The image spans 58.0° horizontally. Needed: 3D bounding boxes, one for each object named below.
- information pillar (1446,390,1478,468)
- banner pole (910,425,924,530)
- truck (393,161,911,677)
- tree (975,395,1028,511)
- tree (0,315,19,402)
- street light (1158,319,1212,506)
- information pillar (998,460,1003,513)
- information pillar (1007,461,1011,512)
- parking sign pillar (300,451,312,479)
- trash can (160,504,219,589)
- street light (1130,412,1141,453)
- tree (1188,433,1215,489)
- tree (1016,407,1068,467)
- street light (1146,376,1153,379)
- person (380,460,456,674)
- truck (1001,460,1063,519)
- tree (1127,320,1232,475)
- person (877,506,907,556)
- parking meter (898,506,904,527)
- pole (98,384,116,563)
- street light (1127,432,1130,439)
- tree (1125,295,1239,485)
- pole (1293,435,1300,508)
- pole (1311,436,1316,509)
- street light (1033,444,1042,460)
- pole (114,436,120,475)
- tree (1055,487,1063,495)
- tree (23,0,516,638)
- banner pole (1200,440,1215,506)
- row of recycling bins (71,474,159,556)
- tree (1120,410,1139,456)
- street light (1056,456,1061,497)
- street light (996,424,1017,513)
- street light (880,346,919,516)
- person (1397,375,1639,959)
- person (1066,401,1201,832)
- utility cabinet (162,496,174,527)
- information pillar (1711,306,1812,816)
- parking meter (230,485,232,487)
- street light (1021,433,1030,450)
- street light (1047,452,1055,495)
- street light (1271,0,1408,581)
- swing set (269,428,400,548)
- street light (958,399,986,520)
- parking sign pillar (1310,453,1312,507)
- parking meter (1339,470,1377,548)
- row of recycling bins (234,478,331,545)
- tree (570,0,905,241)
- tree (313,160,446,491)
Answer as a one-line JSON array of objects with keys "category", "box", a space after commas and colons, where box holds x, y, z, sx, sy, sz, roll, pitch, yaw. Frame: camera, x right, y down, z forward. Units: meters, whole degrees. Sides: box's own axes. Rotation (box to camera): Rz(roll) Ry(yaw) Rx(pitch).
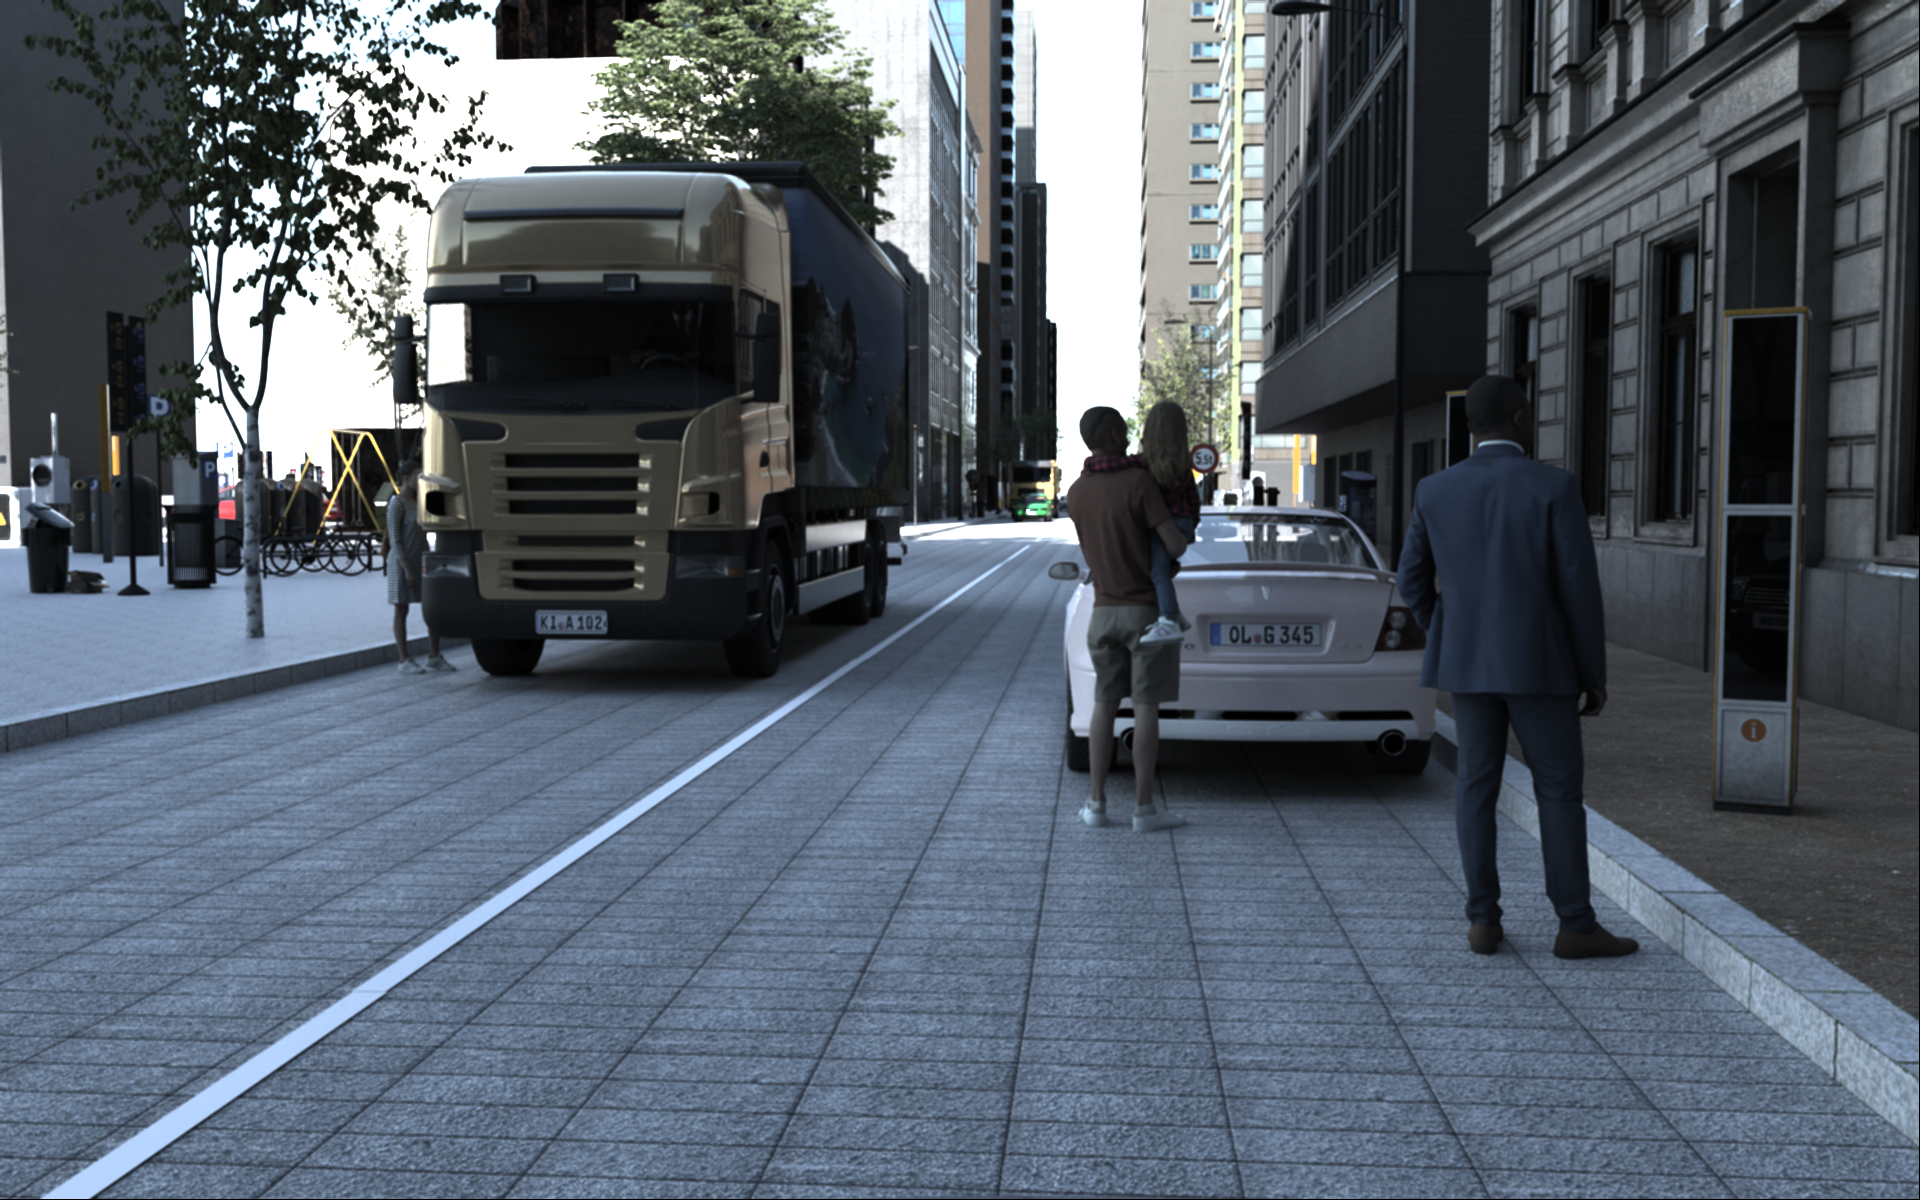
[{"category": "information pillar", "box": [3.689, -0.485, 12.420, 0.304, 2.012, 0.304, -2, 4, -23]}, {"category": "banner pole", "box": [-1.505, -4.451, 62.787, 0.401, 3.779, 0.863, 2, 4, 28]}, {"category": "truck", "box": [-2.325, -1.719, 17.012, 2.839, 4.237, 11.283, 0, 4, 5]}, {"category": "tree", "box": [2.975, -10.870, 128.093, 4.360, 8.622, 3.978, 0, 3, 0]}, {"category": "tree", "box": [-27.459, -5.842, 45.872, 4.360, 8.622, 3.978, 0, 3, 0]}, {"category": "street light", "box": [6.114, -4.499, 46.093, 1.470, 5.913, 1.316, 0, 4, 5]}, {"category": "information pillar", "box": [2.774, -7.893, 120.401, 0.183, 3.616, 0.504, -2, 4, -35]}, {"category": "information pillar", "box": [3.429, -7.953, 121.387, 0.183, 3.616, 0.504, 2, 4, 26]}, {"category": "parking sign pillar", "box": [-40.606, -7.289, 107.649, 1.447, 3.967, 1.447, -3, 4, -36]}, {"category": "trash can", "box": [-10.483, -0.732, 23.615, 0.748, 1.137, 0.748, 0, 3, 0]}, {"category": "street light", "box": [10.547, -7.707, 98.543, 1.470, 5.913, 1.316, 0, 4, 5]}, {"category": "tree", "box": [11.055, -6.155, 84.354, 4.285, 4.588, 4.351, 0, 3, 0]}, {"category": "tree", "box": [8.978, -17.125, 205.753, 9.928, 11.665, 9.643, 0, 3, 0]}, {"category": "street light", "box": [8.029, -5.865, 68.435, 1.470, 5.913, 1.316, 0, 4, 5]}, {"category": "person", "box": [-4.394, -0.267, 13.870, 0.522, 1.701, 0.512, 1, 4, 13]}, {"category": "truck", "box": [4.400, -6.458, 101.514, 3.469, 3.379, 9.791, 0, 4, 5]}, {"category": "tree", "box": [9.047, -7.532, 73.513, 4.737, 8.622, 4.395, 0, 3, 0]}, {"category": "person", "box": [-1.557, -1.914, 39.675, 0.818, 1.842, 0.514, 3, 5, 42]}, {"category": "parking meter", "box": [-2.335, -3.561, 66.640, 0.372, 1.533, 0.369, 0, 3, 0]}, {"category": "pole", "box": [-15.941, -2.354, 32.329, 0.158, 3.312, 0.155, 0, 3, 0]}, {"category": "street light", "box": [13.070, -9.566, 128.947, 1.470, 5.913, 1.316, 0, 4, 5]}, {"category": "tree", "box": [8.321, -6.915, 63.428, 4.360, 8.622, 3.978, 0, 3, 0]}, {"category": "pole", "box": [11.019, -3.846, 56.728, 0.158, 3.312, 0.155, 0, 3, 0]}, {"category": "pole", "box": [12.530, -4.123, 61.255, 0.158, 3.312, 0.155, 0, 3, 0]}, {"category": "street light", "box": [6.973, -11.532, 161.081, 1.470, 5.913, 1.316, 0, 4, 5]}, {"category": "pole", "box": [-29.698, -4.107, 60.998, 0.158, 3.312, 0.155, 0, 3, 0]}, {"category": "tree", "box": [14.644, -16.288, 260.910, 1.663, 3.219, 1.824, 0, 3, 0]}, {"category": "tree", "box": [-6.278, -3.984, 15.502, 4.737, 8.622, 4.395, 0, 3, 0]}, {"category": "banner pole", "box": [11.473, -5.507, 80.061, 0.863, 3.779, 0.401, 0, 4, 7]}, {"category": "row of recycling bins", "box": [-18.061, -1.832, 37.058, 1.069, 1.692, 3.534, -3, 5, -43]}, {"category": "tree", "box": [21.373, -17.628, 213.968, 9.928, 11.665, 9.643, 0, 3, 0]}, {"category": "street light", "box": [11.387, -14.757, 213.812, 1.470, 5.913, 1.316, 0, 4, 5]}, {"category": "street light", "box": [3.030, -8.658, 114.094, 1.470, 5.913, 1.316, 0, 4, 5]}, {"category": "street light", "box": [-1.972, -5.023, 54.668, 1.470, 5.913, 1.316, 0, 4, 5]}, {"category": "person", "box": [1.730, 0.201, 5.404, 0.721, 1.800, 0.419, 2, 4, 29]}, {"category": "person", "box": [0.767, 0.061, 7.470, 0.580, 1.828, 0.573, 0, 4, -7]}, {"category": "utility cabinet", "box": [-30.709, -3.405, 66.827, 1.020, 1.237, 0.306, -2, 4, -34]}, {"category": "information pillar", "box": [3.248, -0.155, 7.021, 0.304, 2.012, 0.304, 2, 4, 29]}, {"category": "parking meter", "box": [-48.442, -6.672, 114.798, 0.399, 1.863, 0.255, 1, 4, 22]}, {"category": "street light", "box": [4.467, -9.710, 131.305, 1.470, 5.913, 1.316, 0, 4, 5]}, {"category": "street light", "box": [9.418, -13.358, 190.937, 1.470, 5.913, 1.316, 0, 4, 5]}, {"category": "street light", "box": [3.627, -2.684, 16.424, 1.470, 5.913, 1.316, 0, 4, 5]}, {"category": "swing set", "box": [-15.075, -2.749, 42.564, 2.862, 2.851, 3.119, 0, 4, 0]}, {"category": "street light", "box": [0.567, -6.843, 84.423, 1.470, 5.913, 1.316, 0, 4, 5]}, {"category": "parking sign pillar", "box": [16.625, -5.529, 78.878, 1.447, 3.967, 1.447, 3, 4, 38]}, {"category": "parking meter", "box": [4.087, -0.575, 17.811, 0.372, 1.533, 0.369, 0, 3, 0]}, {"category": "row of recycling bins", "box": [-17.654, -2.310, 44.878, 1.069, 1.692, 3.534, 0, 4, 8]}, {"category": "tree", "box": [-4.597, -7.157, 35.137, 7.486, 12.596, 7.792, 0, 3, 0]}, {"category": "tree", "box": [-12.108, -5.372, 38.187, 4.360, 8.622, 3.978, 0, 3, 0]}]
